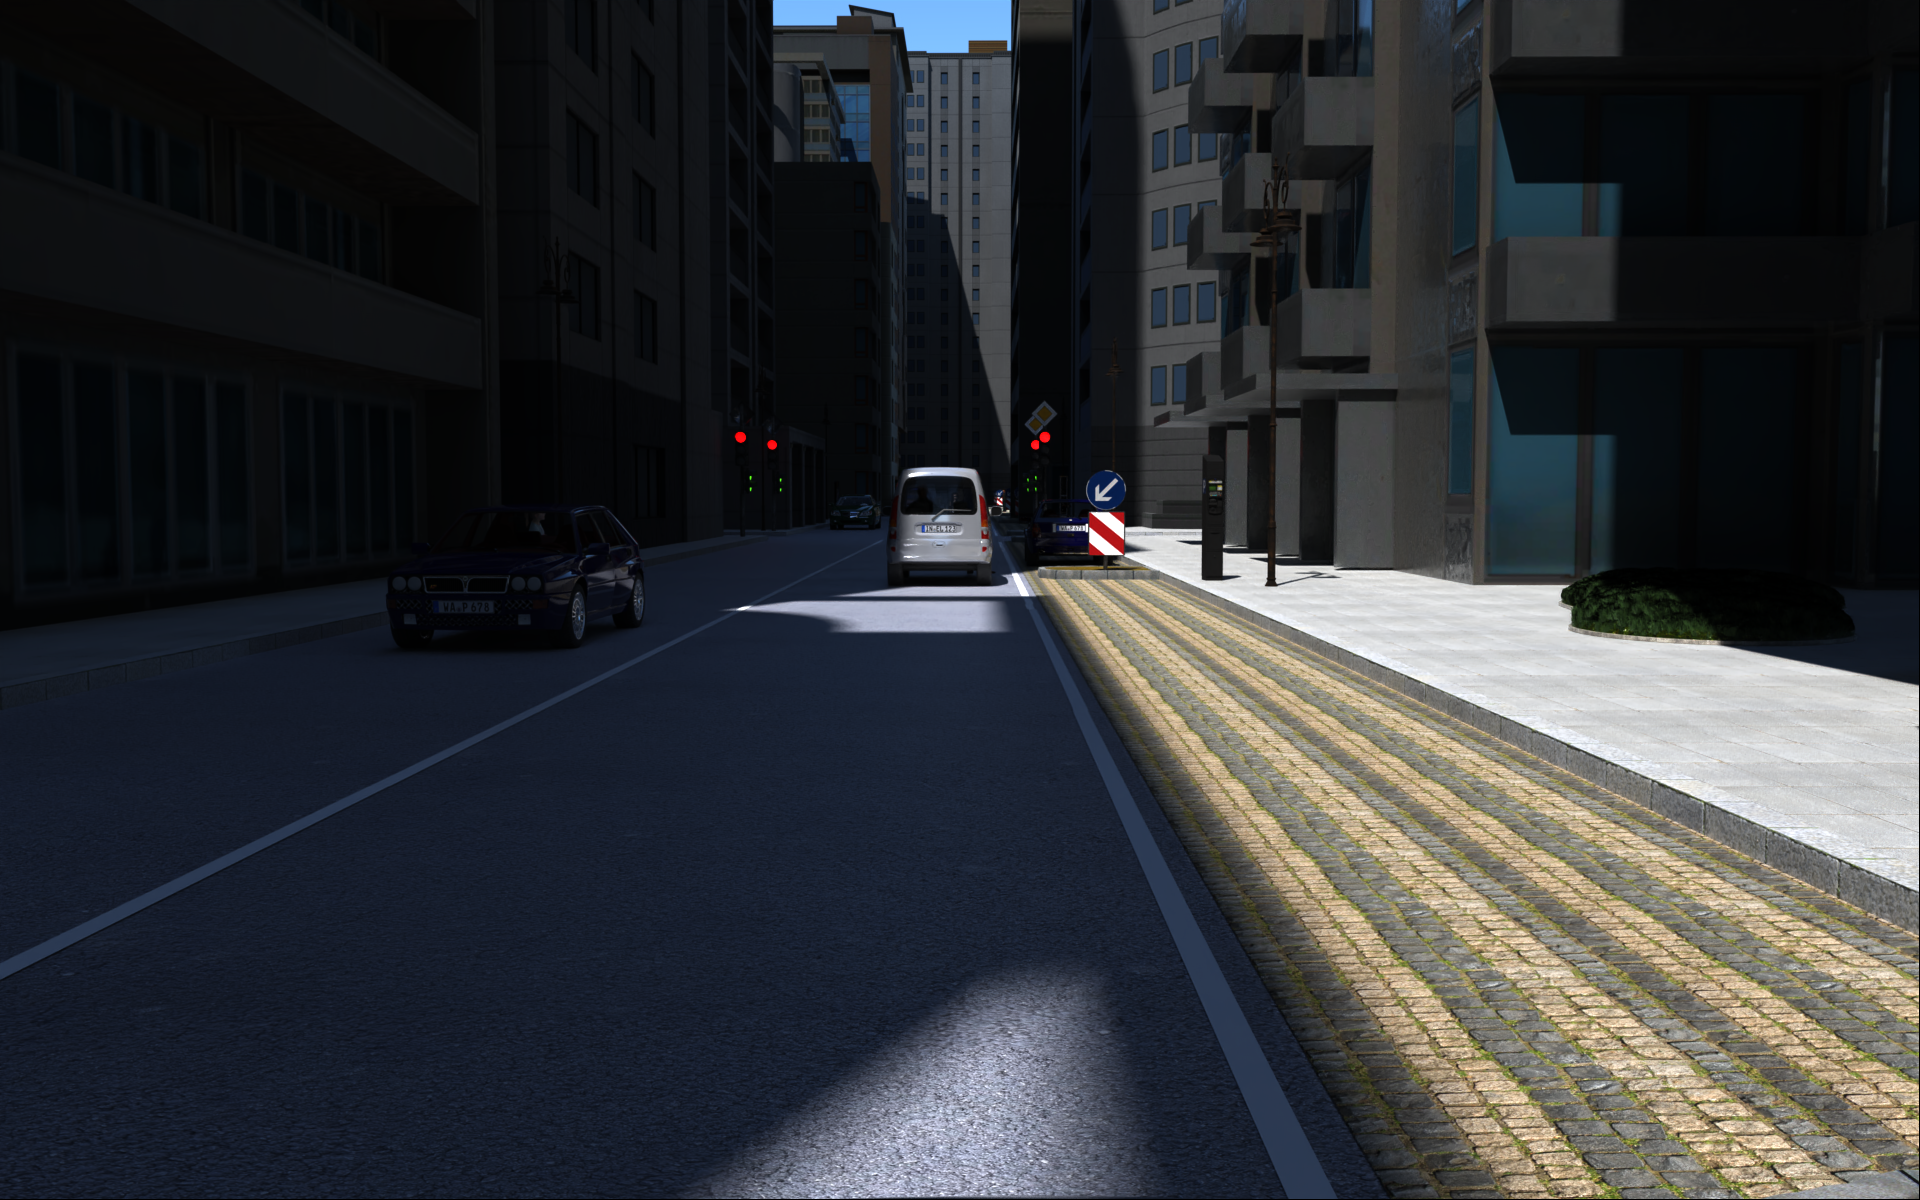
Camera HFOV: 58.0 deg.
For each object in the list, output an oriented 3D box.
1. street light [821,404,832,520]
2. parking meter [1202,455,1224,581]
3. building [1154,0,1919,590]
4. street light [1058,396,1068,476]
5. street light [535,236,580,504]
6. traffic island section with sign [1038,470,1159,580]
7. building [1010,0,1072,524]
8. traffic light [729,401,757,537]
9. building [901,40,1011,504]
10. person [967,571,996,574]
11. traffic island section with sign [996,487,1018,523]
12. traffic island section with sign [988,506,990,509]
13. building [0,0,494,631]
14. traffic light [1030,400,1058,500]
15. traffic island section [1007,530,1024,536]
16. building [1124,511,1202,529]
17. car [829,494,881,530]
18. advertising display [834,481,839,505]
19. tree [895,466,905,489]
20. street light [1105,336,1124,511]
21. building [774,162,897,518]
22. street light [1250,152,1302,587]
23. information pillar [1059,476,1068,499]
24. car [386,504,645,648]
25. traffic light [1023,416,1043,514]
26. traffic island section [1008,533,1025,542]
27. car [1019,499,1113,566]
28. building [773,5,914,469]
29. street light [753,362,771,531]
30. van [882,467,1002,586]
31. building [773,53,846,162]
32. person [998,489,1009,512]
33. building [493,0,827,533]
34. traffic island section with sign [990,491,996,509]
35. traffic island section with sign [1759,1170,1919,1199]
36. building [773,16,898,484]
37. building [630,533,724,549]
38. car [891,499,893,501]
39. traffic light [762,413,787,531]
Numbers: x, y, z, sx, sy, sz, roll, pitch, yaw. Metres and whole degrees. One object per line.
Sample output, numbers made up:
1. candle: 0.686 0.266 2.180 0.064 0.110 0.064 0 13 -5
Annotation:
1. street light: -6.731 -6.998 87.206 0.468 5.910 1.993 0 4 1
2. parking meter: 3.756 -1.226 25.752 0.255 1.863 0.399 0 4 -4
3. building: 16.887 -25.447 35.667 23.786 49.044 30.456 0 4 1
4. street light: 4.853 -6.650 81.516 0.468 5.910 1.993 0 4 1
5. street light: -7.226 -3.576 31.252 0.468 5.910 1.993 0 4 1
6. traffic island section with sign: 2.345 -1.291 29.735 1.989 1.847 2.006 0 4 1
7. building: 13.564 -28.631 91.823 21.300 48.544 21.600 0 4 1
8. traffic light: -6.542 -3.868 52.162 0.839 4.253 0.868 0 4 1
9. building: -5.893 -42.014 228.921 28.212 58.520 21.231 0 4 1
10. person: 0.245 -1.377 31.195 0.721 1.800 0.419 1 4 19
11. traffic island section with sign: 2.880 -4.677 85.102 1.989 1.847 2.006 0 4 1
12. traffic island section with sign: 3.628 -9.377 161.938 1.989 1.847 2.006 0 4 1
13. building: -18.579 -24.102 17.778 21.300 48.544 21.600 0 4 1
14. traffic light: 2.519 -3.864 52.090 0.839 4.253 0.868 0 4 1
15. traffic island section: 2.636 -2.319 60.188 2.009 0.180 2.903 0 4 1
16. building: 19.211 -32.356 71.012 28.212 58.520 21.231 0 4 1
17. car: -4.274 -3.632 71.174 2.131 1.459 4.920 0 4 2
18. advertising display: -6.071 -4.902 85.358 0.123 1.923 0.974 0 4 3
19. tree: -6.677 -12.054 180.793 4.285 4.588 4.351 0 3 0
20. street light: 4.535 -4.783 50.997 0.468 5.910 1.993 0 4 1
21. building: -18.285 -15.895 104.924 27.650 21.520 28.899 0 4 1
22. street light: 4.330 -3.127 23.913 0.468 5.910 1.993 0 4 1
23. information pillar: 4.209 -4.036 70.488 0.304 2.012 0.304 0 4 -1
24. car: -4.347 -0.291 17.342 1.945 1.354 3.894 0 4 2
25. traffic light: 2.596 -4.352 60.075 0.839 4.253 0.868 0 4 1
26. traffic island section: 2.559 -1.830 52.204 2.009 0.180 2.903 0 4 1
27. car: 2.192 -1.401 35.484 1.945 1.354 3.894 0 4 1
28. building: -19.499 -37.134 196.380 27.495 52.752 28.713 0 4 1
29. street light: -6.901 -5.371 60.604 0.468 5.910 1.993 0 4 1
30. van: -0.307 -1.314 28.497 2.013 2.044 4.112 0 4 1
31. building: -22.888 -27.870 147.559 32.217 40.220 23.993 0 4 1
32. person: 3.521 -7.949 138.492 0.705 1.821 1.348 -2 4 -34
33. building: -16.238 -38.681 70.693 20.563 71.187 20.611 0 4 1
34. traffic island section with sign: 3.151 -6.375 112.857 1.989 1.847 2.006 0 4 1
35. traffic island section with sign: 2.086 0.390 2.244 1.989 1.847 2.006 0 4 1
36. building: -13.206 -31.618 167.071 14.600 45.320 14.200 0 4 1
37. building: -17.563 -36.816 40.187 20.611 71.187 20.563 0 4 1
38. car: -3.313 -6.247 111.185 2.155 1.783 4.494 0 4 1
39. traffic light: -6.465 -4.356 60.146 0.839 4.253 0.868 0 4 1
